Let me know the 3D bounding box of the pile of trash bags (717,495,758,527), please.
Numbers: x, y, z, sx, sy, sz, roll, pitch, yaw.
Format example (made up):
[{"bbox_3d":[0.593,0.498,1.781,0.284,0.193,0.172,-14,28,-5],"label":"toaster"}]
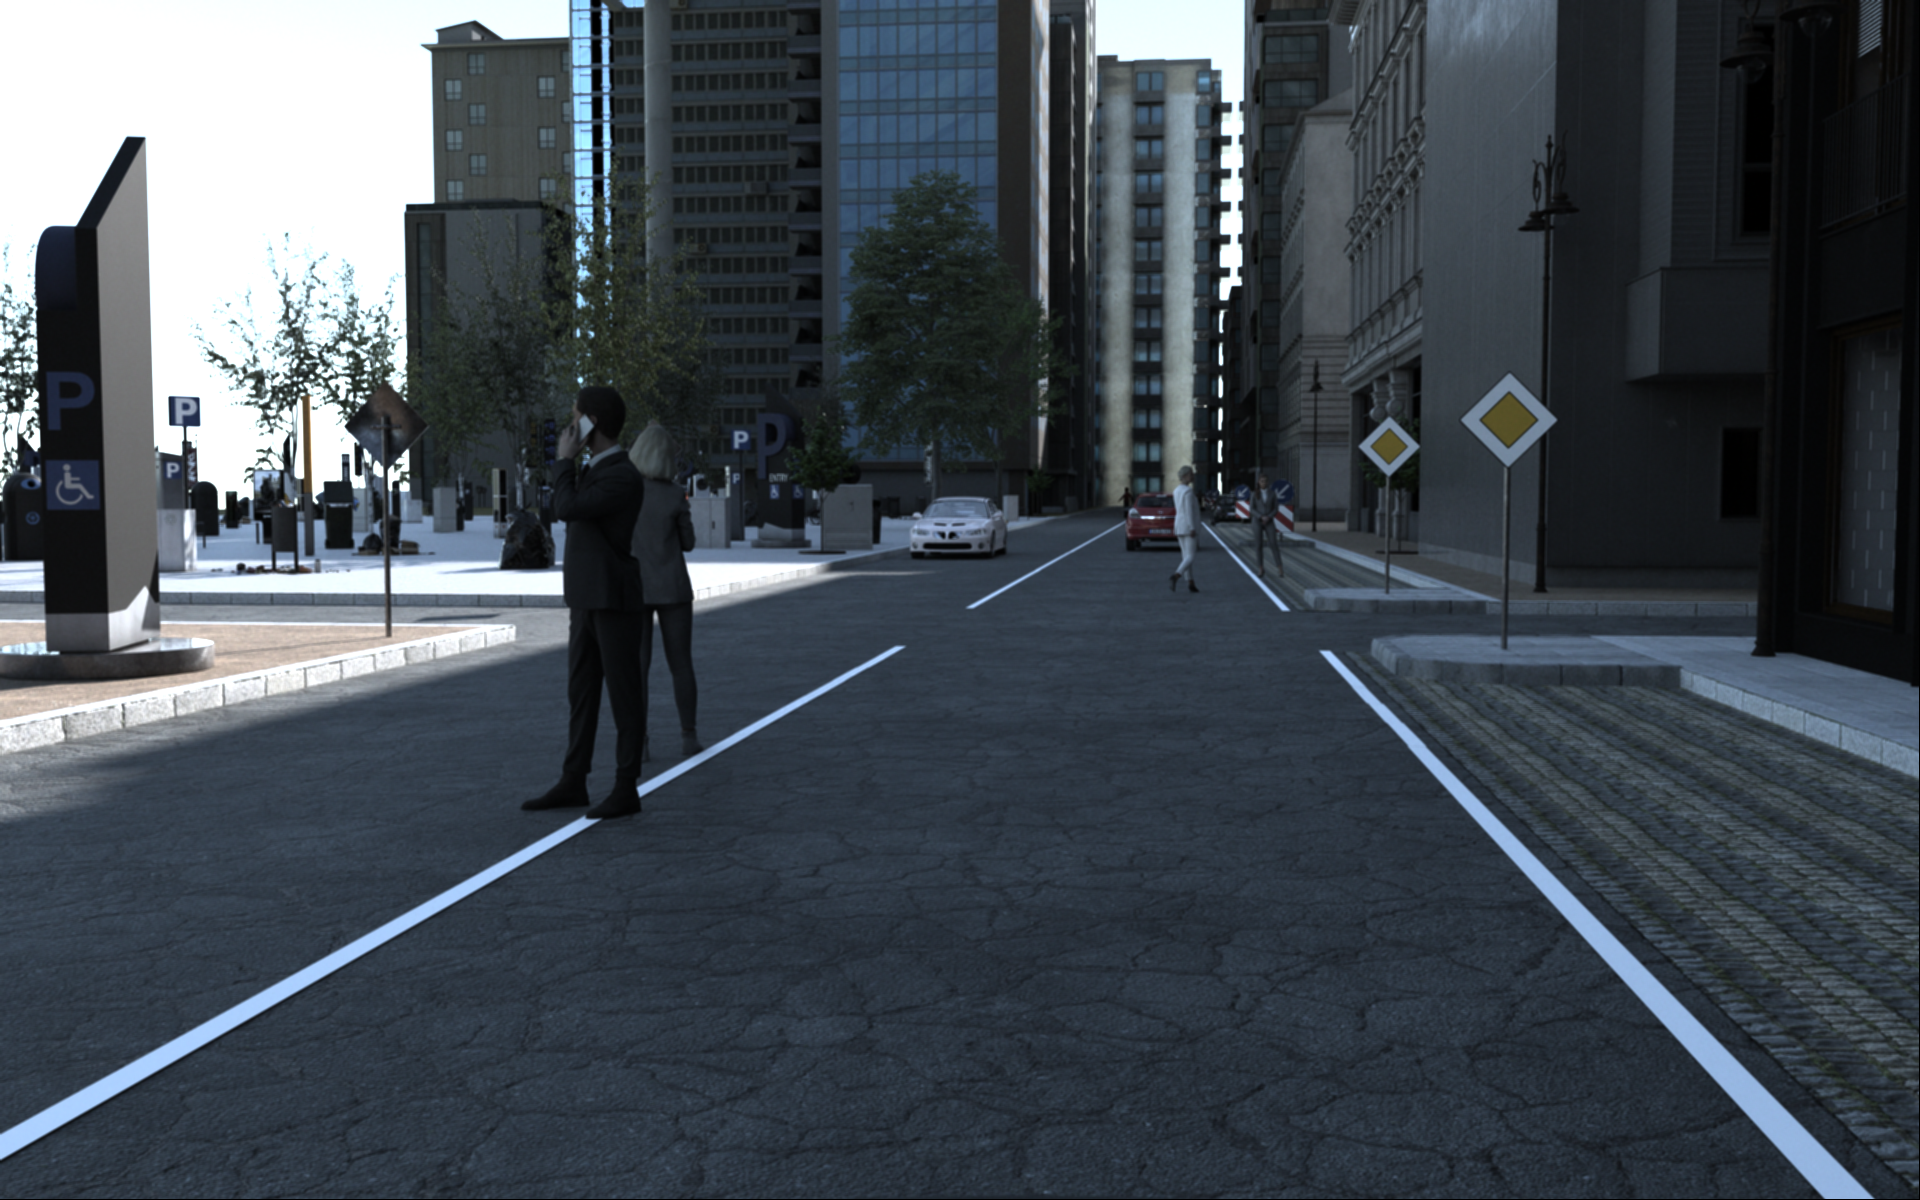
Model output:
[{"bbox_3d":[-9.538,-3.612,68.814,3.447,1.369,1.912,0,4,6],"label":"pile of trash bags"}]

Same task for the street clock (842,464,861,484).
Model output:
[{"bbox_3d":[-2.594,-2.250,41.355,0.358,2.002,0.471,-3,5,-41],"label":"street clock"}]

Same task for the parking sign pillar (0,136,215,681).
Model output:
[{"bbox_3d":[-6.214,-1.469,12.498,1.447,3.967,1.447,-1,4,-10],"label":"parking sign pillar"}]

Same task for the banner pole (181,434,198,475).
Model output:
[{"bbox_3d":[-31.761,-4.990,71.605,0.401,3.779,0.863,3,5,42],"label":"banner pole"}]

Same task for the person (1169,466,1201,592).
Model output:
[{"bbox_3d":[3.238,-1.023,25.097,0.818,1.842,0.514,-3,5,-42],"label":"person"}]

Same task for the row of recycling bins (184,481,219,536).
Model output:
[{"bbox_3d":[-24.593,-2.817,53.179,3.534,1.692,1.069,0,4,-5],"label":"row of recycling bins"}]

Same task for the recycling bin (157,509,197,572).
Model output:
[{"bbox_3d":[-13.129,-0.988,28.700,0.722,1.027,0.722,0,4,-8],"label":"recycling bin"}]

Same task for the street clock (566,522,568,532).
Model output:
[{"bbox_3d":[-12.632,-3.146,55.999,0.471,2.002,0.358,3,5,43],"label":"street clock"}]

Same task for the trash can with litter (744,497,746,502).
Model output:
[{"bbox_3d":[-11.347,-4.624,86.653,2.233,1.210,1.678,-3,5,-41],"label":"trash can with litter"}]

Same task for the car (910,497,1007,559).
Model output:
[{"bbox_3d":[0.021,-1.693,40.036,2.083,1.381,4.827,0,4,7],"label":"car"}]

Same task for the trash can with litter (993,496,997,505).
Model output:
[{"bbox_3d":[2.296,-5.120,95.103,1.055,1.170,0.624,0,4,0],"label":"trash can with litter"}]

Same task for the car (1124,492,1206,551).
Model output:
[{"bbox_3d":[5.313,-2.207,45.127,2.155,1.783,4.494,1,4,9],"label":"car"}]

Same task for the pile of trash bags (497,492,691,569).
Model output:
[{"bbox_3d":[-6.343,-1.241,30.042,3.447,1.369,1.912,1,4,9],"label":"pile of trash bags"}]

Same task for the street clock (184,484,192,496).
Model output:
[{"bbox_3d":[-30.129,-3.856,67.621,0.358,2.002,0.471,2,4,35],"label":"street clock"}]

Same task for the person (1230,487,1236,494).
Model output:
[{"bbox_3d":[14.103,-4.950,89.548,0.853,1.813,0.709,0,4,-4],"label":"person"}]

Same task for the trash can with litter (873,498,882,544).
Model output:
[{"bbox_3d":[-2.383,-2.041,44.754,0.624,1.170,1.055,-1,4,-15],"label":"trash can with litter"}]

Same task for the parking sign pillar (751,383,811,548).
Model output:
[{"bbox_3d":[-4.292,-3.243,41.487,1.447,3.967,1.447,-3,5,-45],"label":"parking sign pillar"}]

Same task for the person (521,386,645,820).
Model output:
[{"bbox_3d":[-1.649,0.010,7.697,0.474,1.900,0.648,-2,4,-31],"label":"person"}]

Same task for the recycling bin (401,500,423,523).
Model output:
[{"bbox_3d":[-24.475,-3.961,77.318,0.722,1.027,0.722,-3,5,-39],"label":"recycling bin"}]

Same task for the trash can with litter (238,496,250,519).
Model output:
[{"bbox_3d":[-36.829,-4.730,88.726,0.624,1.170,1.055,2,4,25],"label":"trash can with litter"}]

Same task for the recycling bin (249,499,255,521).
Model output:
[{"bbox_3d":[-33.493,-4.302,82.886,0.722,1.027,0.722,1,4,18],"label":"recycling bin"}]

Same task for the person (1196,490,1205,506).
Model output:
[{"bbox_3d":[23.409,-9.810,168.899,1.348,1.823,0.705,1,4,21],"label":"person"}]

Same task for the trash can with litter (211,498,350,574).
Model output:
[{"bbox_3d":[-11.279,-1.061,28.403,2.233,1.210,1.678,2,4,26],"label":"trash can with litter"}]

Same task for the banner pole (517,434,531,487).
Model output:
[{"bbox_3d":[-18.294,-5.051,72.605,0.863,3.779,0.401,2,4,27],"label":"banner pole"}]

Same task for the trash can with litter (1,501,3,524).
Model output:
[{"bbox_3d":[-41.238,-3.869,74.645,0.624,1.170,1.055,3,5,41],"label":"trash can with litter"}]

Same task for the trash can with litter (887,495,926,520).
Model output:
[{"bbox_3d":[-2.356,-4.690,87.733,2.233,1.210,1.678,0,4,6],"label":"trash can with litter"}]

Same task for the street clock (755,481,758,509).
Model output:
[{"bbox_3d":[-11.051,-5.556,95.410,0.358,2.002,0.471,2,4,33],"label":"street clock"}]

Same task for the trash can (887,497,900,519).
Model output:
[{"bbox_3d":[-3.482,-4.859,91.094,0.748,1.137,0.748,0,3,0],"label":"trash can"}]

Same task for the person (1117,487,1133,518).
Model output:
[{"bbox_3d":[9.845,-5.758,102.600,1.348,1.831,0.705,-3,5,-44],"label":"person"}]

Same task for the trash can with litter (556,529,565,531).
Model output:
[{"bbox_3d":[-13.269,-2.988,59.903,1.678,1.210,2.233,0,4,-5],"label":"trash can with litter"}]

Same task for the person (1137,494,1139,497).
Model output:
[{"bbox_3d":[16.258,-8.893,157.128,0.421,1.427,0.697,-2,4,-31],"label":"person"}]

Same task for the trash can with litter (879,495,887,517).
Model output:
[{"bbox_3d":[-4.671,-5.280,97.388,2.233,1.210,1.678,0,4,0],"label":"trash can with litter"}]

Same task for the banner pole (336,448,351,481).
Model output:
[{"bbox_3d":[-33.308,-6.329,93.493,0.863,3.779,0.401,-2,4,-25],"label":"banner pole"}]

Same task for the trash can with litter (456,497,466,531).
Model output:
[{"bbox_3d":[-17.626,-2.966,59.882,1.055,1.170,0.624,1,4,20],"label":"trash can with litter"}]

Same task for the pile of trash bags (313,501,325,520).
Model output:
[{"bbox_3d":[-32.045,-4.713,86.818,1.912,1.369,3.447,1,4,10],"label":"pile of trash bags"}]

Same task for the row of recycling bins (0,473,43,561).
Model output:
[{"bbox_3d":[-17.819,-1.638,33.899,1.069,1.692,3.534,3,5,45],"label":"row of recycling bins"}]

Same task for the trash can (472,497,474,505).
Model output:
[{"bbox_3d":[-25.226,-4.706,88.600,0.748,1.137,0.748,0,3,0],"label":"trash can"}]

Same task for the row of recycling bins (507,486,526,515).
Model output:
[{"bbox_3d":[-22.505,-4.877,86.859,1.069,1.692,3.534,-2,4,-23],"label":"row of recycling bins"}]

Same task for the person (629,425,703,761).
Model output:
[{"bbox_3d":[-1.707,-0.049,9.485,0.537,1.800,0.526,0,4,4],"label":"person"}]

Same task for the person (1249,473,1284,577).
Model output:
[{"bbox_3d":[5.271,-1.284,29.771,0.520,1.790,0.573,-1,4,-12],"label":"person"}]

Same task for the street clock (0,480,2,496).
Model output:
[{"bbox_3d":[-48.114,-5.024,86.719,0.358,2.002,0.471,-2,4,-35],"label":"street clock"}]

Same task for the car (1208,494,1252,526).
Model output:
[{"bbox_3d":[12.243,-4.184,78.199,2.009,1.686,4.222,0,4,6],"label":"car"}]

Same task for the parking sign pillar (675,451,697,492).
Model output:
[{"bbox_3d":[-14.642,-6.325,91.882,1.447,3.967,1.447,0,4,-2],"label":"parking sign pillar"}]

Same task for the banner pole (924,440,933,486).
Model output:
[{"bbox_3d":[-1.110,-4.809,68.649,0.863,3.779,0.401,3,4,38],"label":"banner pole"}]
